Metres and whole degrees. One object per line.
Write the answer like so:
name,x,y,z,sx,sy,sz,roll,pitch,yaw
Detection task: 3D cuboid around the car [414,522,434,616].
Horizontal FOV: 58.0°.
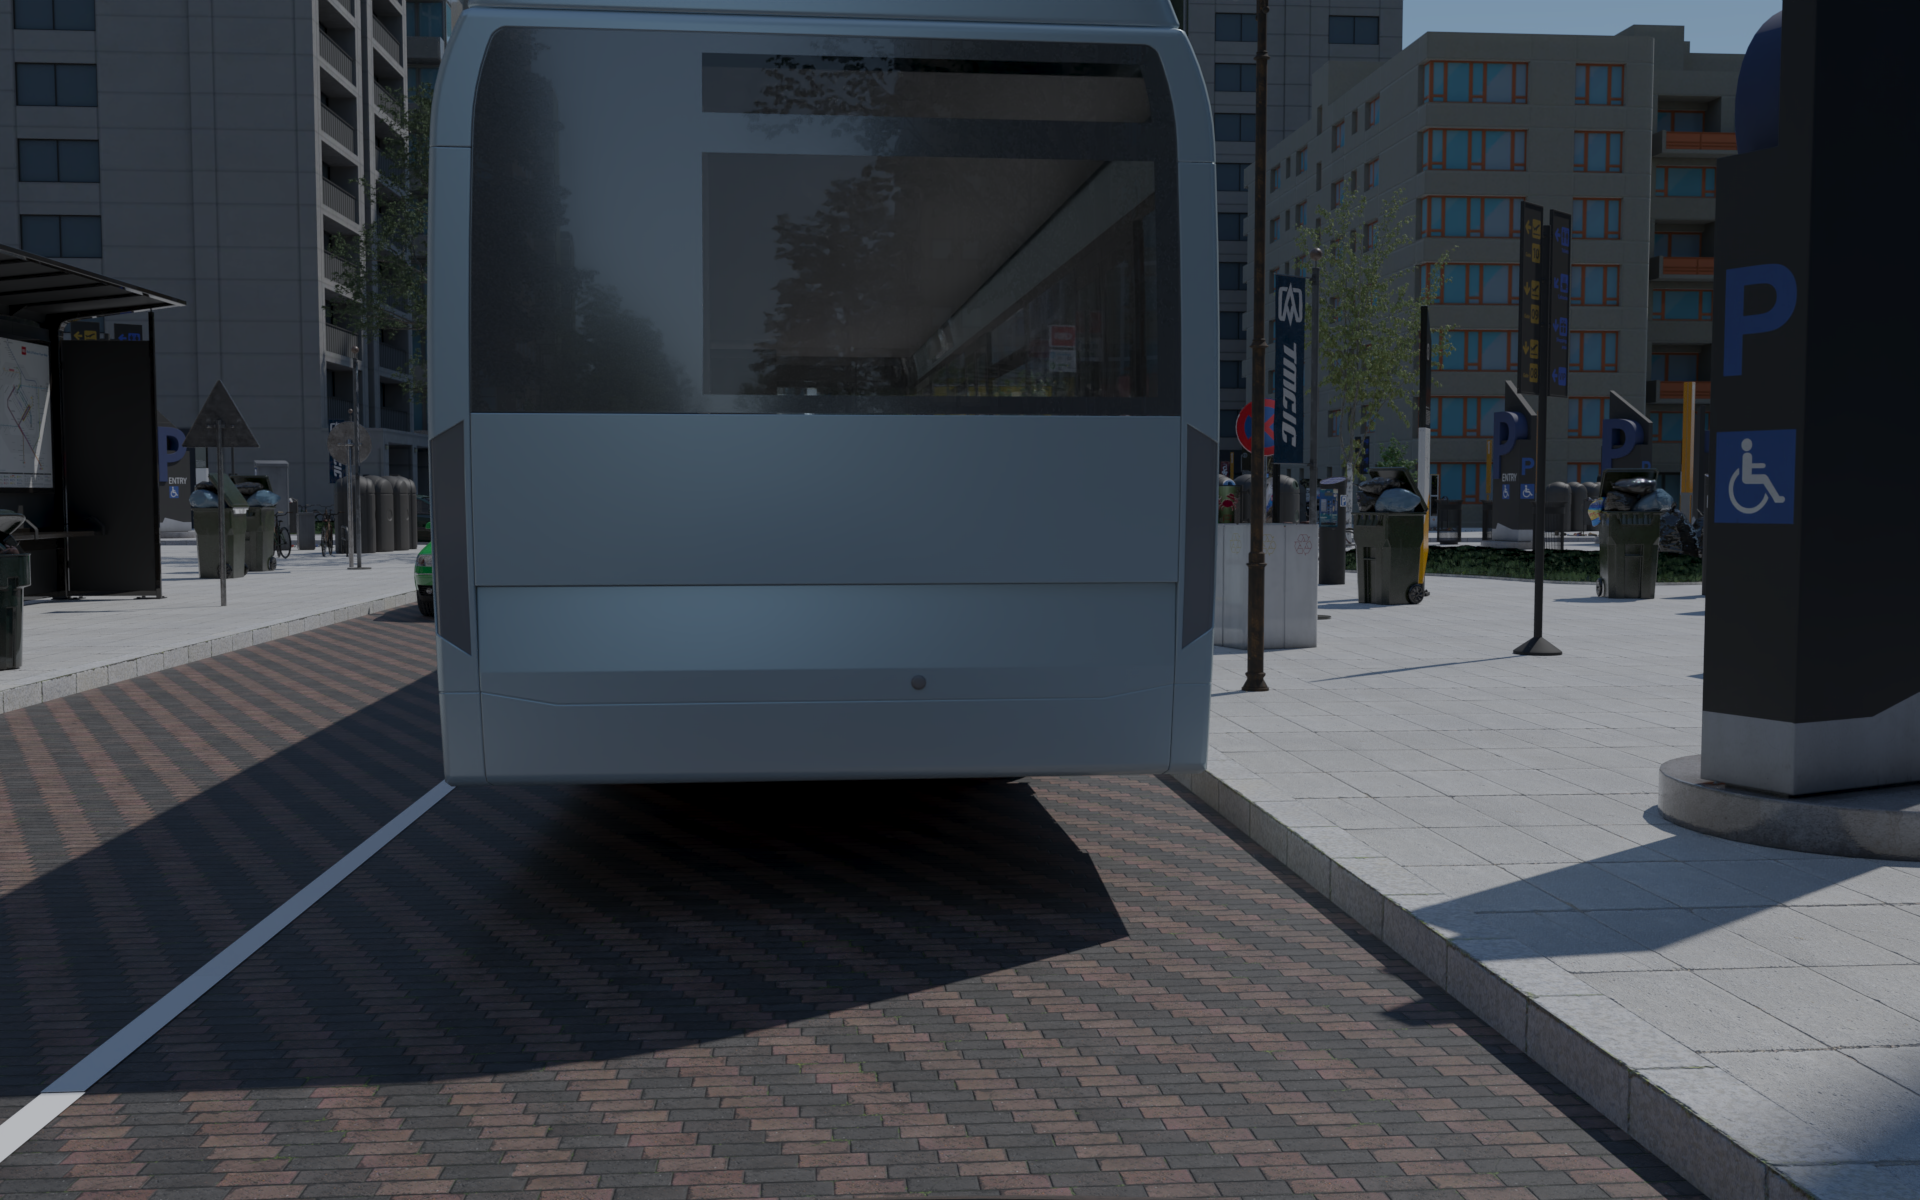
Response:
car,-5.587,-0.798,21.837,1.959,1.807,4.718,0,4,-4

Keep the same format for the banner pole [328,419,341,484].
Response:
banner pole,-18.124,-3.724,50.912,0.863,3.779,0.401,-2,4,-30

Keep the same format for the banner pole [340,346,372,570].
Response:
banner pole,-10.144,-2.396,29.185,0.401,3.779,0.863,-1,4,-23

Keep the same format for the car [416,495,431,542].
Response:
car,-14.572,-2.251,46.597,4.222,1.686,2.009,0,4,-3

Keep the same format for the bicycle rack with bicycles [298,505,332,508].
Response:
bicycle rack with bicycles,-22.134,-2.791,59.012,2.852,0.926,2.925,-3,5,-43

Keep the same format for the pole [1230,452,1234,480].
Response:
pole,13.295,-5.558,84.709,0.158,3.312,0.155,0,3,0

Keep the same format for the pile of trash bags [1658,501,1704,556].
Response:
pile of trash bags,12.970,-1.159,28.698,1.912,1.369,3.447,-1,4,-16

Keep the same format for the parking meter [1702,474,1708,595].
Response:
parking meter,9.599,-0.825,21.900,0.372,1.533,0.369,0,3,0

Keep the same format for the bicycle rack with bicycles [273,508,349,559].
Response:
bicycle rack with bicycles,-13.706,-1.357,35.564,2.852,0.926,2.925,-1,4,-21

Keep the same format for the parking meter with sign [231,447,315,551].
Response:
parking meter with sign,-15.600,-2.632,39.299,1.738,3.016,0.543,-2,4,-30

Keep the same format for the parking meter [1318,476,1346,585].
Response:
parking meter,5.288,-0.990,24.592,0.372,1.533,0.369,0,3,0

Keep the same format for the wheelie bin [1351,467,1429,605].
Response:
wheelie bin,5.011,-0.754,20.230,0.693,1.594,0.980,-2,4,-28

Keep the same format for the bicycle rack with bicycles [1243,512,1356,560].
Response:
bicycle rack with bicycles,6.381,-1.203,33.058,2.925,0.926,2.852,0,4,7

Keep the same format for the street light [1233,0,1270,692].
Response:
street light,1.930,-2.346,11.144,0.468,5.910,1.993,0,4,-5

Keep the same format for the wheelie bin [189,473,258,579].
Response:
wheelie bin,-11.304,-1.132,26.410,0.693,1.594,0.980,0,4,0

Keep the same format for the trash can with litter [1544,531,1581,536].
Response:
trash can with litter,18.999,-2.571,53.086,2.233,1.210,1.678,2,4,31

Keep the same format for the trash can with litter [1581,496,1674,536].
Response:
trash can with litter,15.614,-1.722,39.216,1.678,1.210,2.233,-2,4,-33

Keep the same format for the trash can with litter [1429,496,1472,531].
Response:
trash can with litter,16.861,-3.018,60.398,1.678,1.210,2.233,0,4,-6

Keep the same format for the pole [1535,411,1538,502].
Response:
pole,14.157,-2.964,42.309,0.158,3.312,0.155,0,3,0

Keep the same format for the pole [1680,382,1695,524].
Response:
pole,13.272,-2.309,31.603,0.158,3.312,0.155,0,3,0

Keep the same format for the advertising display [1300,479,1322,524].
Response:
advertising display,14.616,-4.097,72.199,0.974,1.923,0.123,-1,4,-16

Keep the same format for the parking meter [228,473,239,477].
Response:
parking meter,-20.536,-2.654,49.108,0.255,1.863,0.399,0,4,-5

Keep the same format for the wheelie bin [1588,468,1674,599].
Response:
wheelie bin,8.283,-0.823,21.360,0.980,1.594,0.693,0,4,8

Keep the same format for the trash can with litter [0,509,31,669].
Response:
trash can with litter,-7.351,-0.078,12.669,1.055,1.170,0.624,1,4,19

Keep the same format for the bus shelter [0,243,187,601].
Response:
bus shelter,-10.004,-1.637,18.051,1.731,3.624,6.357,0,4,-5

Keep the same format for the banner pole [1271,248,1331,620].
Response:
banner pole,3.445,-1.686,17.586,0.863,3.779,0.401,-3,5,-39

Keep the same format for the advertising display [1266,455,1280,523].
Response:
advertising display,5.029,-1.410,28.260,0.123,1.923,0.974,0,4,-5

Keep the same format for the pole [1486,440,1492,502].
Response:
pole,19.961,-4.377,65.399,0.158,3.312,0.155,0,3,0

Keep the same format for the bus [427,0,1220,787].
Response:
bus,-1.116,-1.059,12.180,2.948,3.499,13.247,0,4,-6

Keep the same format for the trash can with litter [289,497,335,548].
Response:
trash can with litter,-15.815,-1.866,41.572,2.233,1.210,1.678,0,4,4

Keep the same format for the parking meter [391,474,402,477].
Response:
parking meter,-16.688,-2.797,51.442,0.255,1.863,0.399,1,4,14

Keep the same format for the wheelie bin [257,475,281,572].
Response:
wheelie bin,-11.770,-1.276,28.776,0.980,1.594,0.693,0,4,0
